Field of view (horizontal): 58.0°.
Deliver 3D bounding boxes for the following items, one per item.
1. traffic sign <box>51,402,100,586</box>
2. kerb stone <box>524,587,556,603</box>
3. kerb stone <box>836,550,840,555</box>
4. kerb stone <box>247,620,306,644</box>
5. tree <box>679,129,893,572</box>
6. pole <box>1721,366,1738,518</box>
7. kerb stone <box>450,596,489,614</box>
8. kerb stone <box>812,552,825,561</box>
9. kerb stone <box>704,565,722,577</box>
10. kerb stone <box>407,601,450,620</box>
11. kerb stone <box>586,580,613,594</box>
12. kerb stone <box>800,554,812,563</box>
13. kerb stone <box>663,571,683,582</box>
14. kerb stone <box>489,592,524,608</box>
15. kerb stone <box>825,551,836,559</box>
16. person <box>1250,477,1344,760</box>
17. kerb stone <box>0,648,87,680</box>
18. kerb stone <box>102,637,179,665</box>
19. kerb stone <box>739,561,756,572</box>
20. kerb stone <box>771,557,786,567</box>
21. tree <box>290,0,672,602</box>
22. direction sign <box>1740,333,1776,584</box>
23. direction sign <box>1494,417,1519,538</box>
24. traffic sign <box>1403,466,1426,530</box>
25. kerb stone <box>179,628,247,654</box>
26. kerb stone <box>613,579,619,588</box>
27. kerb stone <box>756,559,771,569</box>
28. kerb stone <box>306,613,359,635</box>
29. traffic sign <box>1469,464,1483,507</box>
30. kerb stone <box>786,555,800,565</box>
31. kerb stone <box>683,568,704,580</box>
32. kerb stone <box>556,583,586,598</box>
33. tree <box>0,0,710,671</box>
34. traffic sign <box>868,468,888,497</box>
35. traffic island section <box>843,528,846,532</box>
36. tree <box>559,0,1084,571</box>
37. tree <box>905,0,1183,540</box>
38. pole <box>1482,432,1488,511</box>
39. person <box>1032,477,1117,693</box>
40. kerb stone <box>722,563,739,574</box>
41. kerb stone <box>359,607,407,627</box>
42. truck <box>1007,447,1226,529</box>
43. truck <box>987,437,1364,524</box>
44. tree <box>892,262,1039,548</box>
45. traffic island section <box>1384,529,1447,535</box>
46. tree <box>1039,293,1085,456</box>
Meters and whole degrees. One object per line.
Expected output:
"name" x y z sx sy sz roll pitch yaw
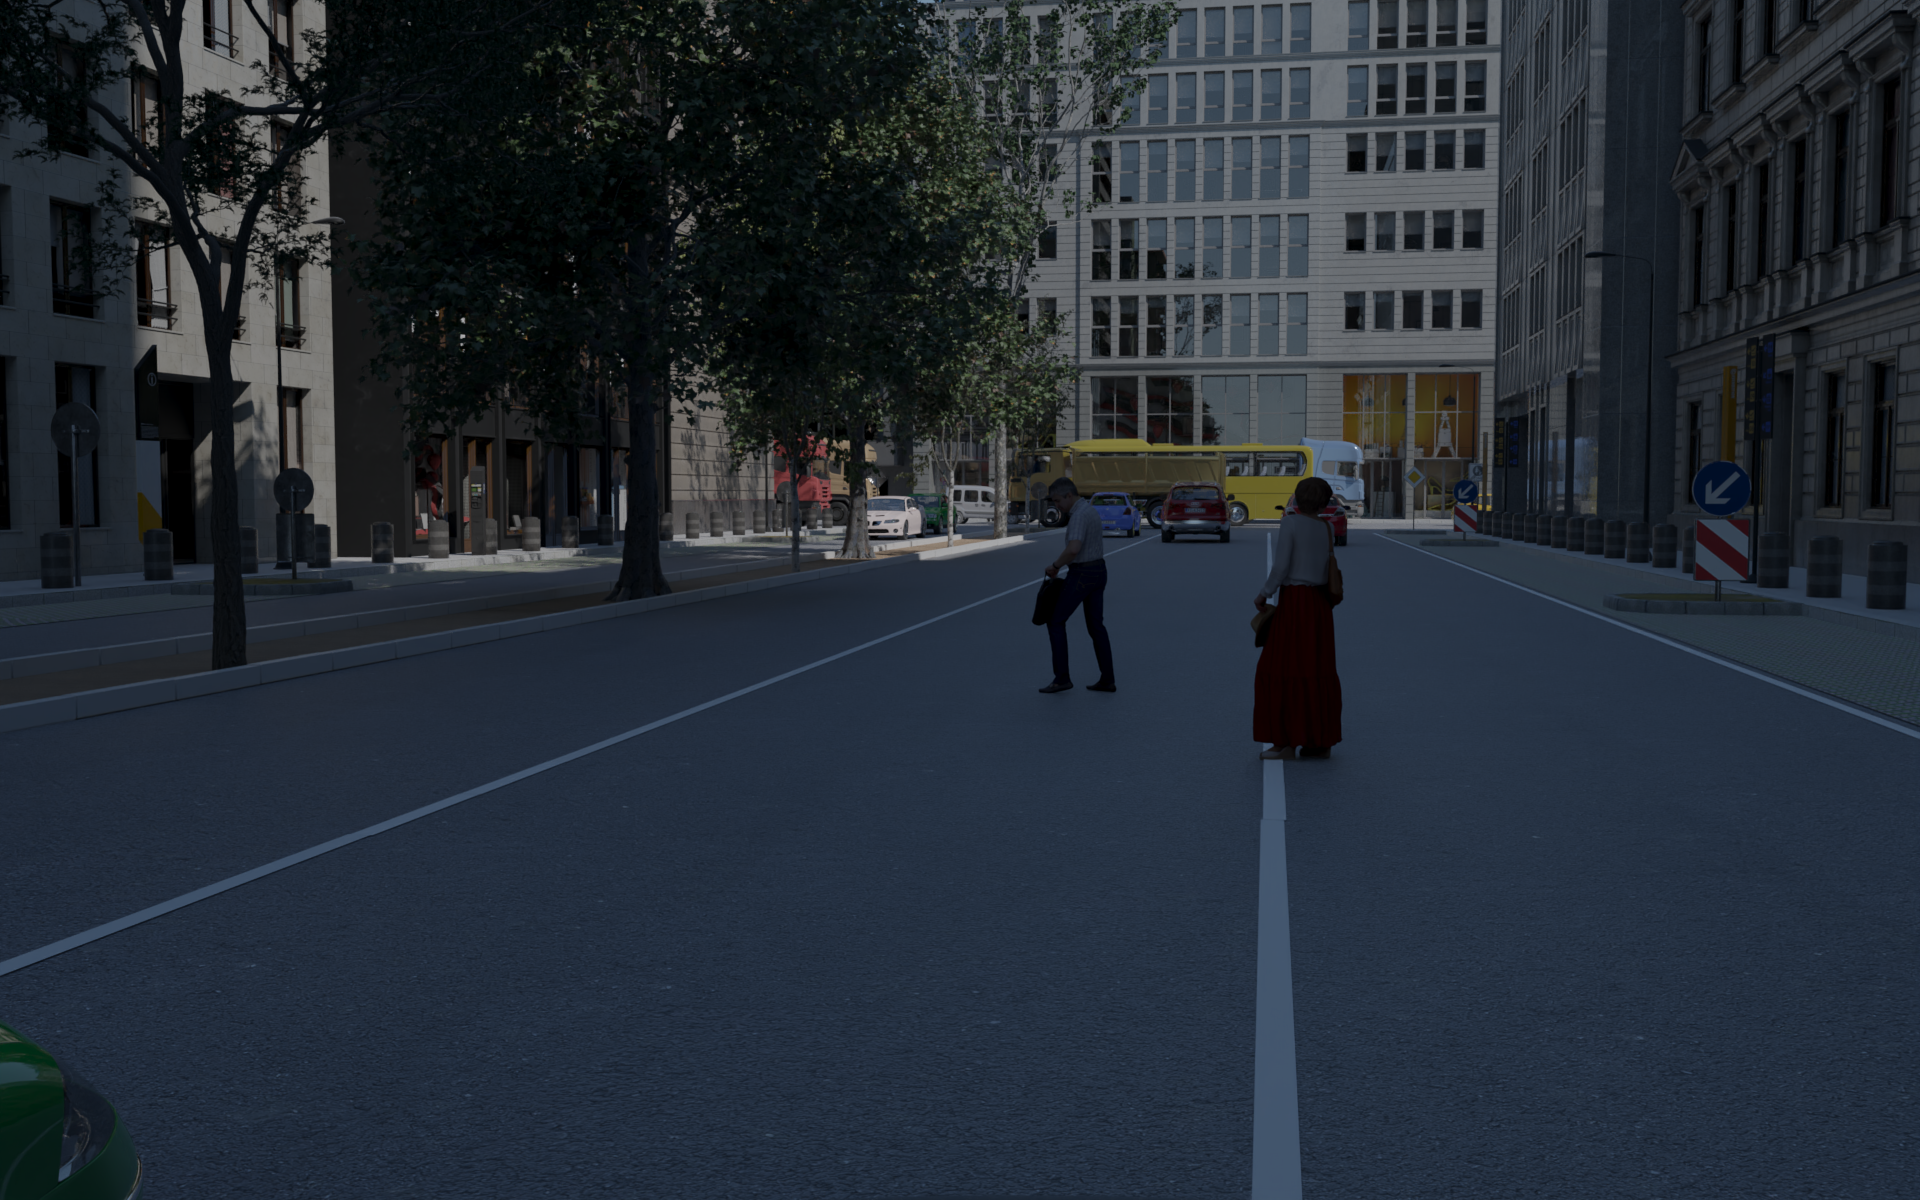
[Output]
"traffic sign" -12.267 -1.462 24.016 0.768 2.556 0.104 1 4 10
"kerb stone" -5.660 -0.046 23.027 0.120 0.150 1.000 1 4 10
"kerb stone" -2.774 -1.033 39.200 0.120 0.150 1.000 1 4 10
"kerb stone" -6.745 0.325 16.934 0.120 0.150 1.000 1 4 10
"tree" -3.011 -4.796 31.227 4.737 8.622 4.395 0 3 0
"pole" 12.264 -2.069 27.666 0.158 3.312 0.155 0 3 0
"kerb stone" -6.021 0.073 21.001 0.120 0.150 1.000 1 4 10
"kerb stone" -3.142 -0.917 37.183 0.120 0.150 1.000 1 4 10
"kerb stone" -4.393 -0.484 30.116 0.120 0.150 1.000 1 4 10
"kerb stone" -6.198 0.135 19.981 0.120 0.150 1.000 1 4 10
"kerb stone" -5.308 -0.175 25.060 0.120 0.150 1.000 1 4 10
"kerb stone" -3.324 -0.854 36.175 0.120 0.150 1.000 1 4 10
"kerb stone" -4.760 -0.358 28.090 0.120 0.150 1.000 1 4 10
"kerb stone" -5.838 0.012 22.015 0.120 0.150 1.000 1 4 10
"kerb stone" -2.962 -0.975 38.193 0.120 0.150 1.000 1 4 10
"person" 1.843 0.097 9.378 0.523 1.526 0.387 -2 4 -26
"kerb stone" -7.292 0.508 13.892 0.120 0.150 1.000 1 4 10
"kerb stone" -7.111 0.451 14.908 0.120 0.150 1.000 1 4 10
"kerb stone" -4.034 -0.604 32.134 0.120 0.150 1.000 1 4 10
"kerb stone" -3.684 -0.731 34.154 0.120 0.150 1.000 1 4 10
"tree" -4.250 -6.335 23.041 9.611 12.733 9.660 0 3 0
"direction sign" 11.450 -2.010 24.863 0.379 3.537 0.876 0 4 1
"direction sign" 16.123 -3.618 51.145 0.379 3.537 0.876 -2 4 -32
"traffic sign" 16.307 -3.583 62.221 0.795 2.450 0.064 1 4 10
"kerb stone" -6.926 0.386 15.920 0.120 0.150 1.000 1 4 10
"kerb stone" -5.118 -0.233 26.071 0.120 0.150 1.000 1 4 10
"kerb stone" -3.863 -0.665 33.145 0.120 0.150 1.000 1 4 10
"kerb stone" -6.567 0.262 17.951 0.120 0.150 1.000 1 4 10
"traffic sign" 17.279 -3.405 57.798 0.606 2.300 0.079 1 4 18
"kerb stone" -3.495 -0.789 35.163 0.120 0.150 1.000 1 4 10
"kerb stone" -4.572 -0.423 29.106 0.120 0.150 1.000 1 4 10
"kerb stone" -5.481 -0.113 24.042 0.120 0.150 1.000 1 4 10
"tree" -5.820 -4.719 14.020 8.767 10.594 7.601 1 4 10
"traffic sign" -3.129 -3.795 65.689 0.795 2.450 0.064 1 4 10
"traffic island section" -3.153 -2.659 65.755 2.009 0.180 2.903 1 4 10
"tree" -2.268 -7.271 38.346 9.611 12.733 9.660 0 3 0
"tree" 0.209 -11.986 54.319 12.611 20.169 13.585 0 3 0
"pole" 17.248 -3.859 56.932 0.158 3.312 0.155 0 3 0
"person" 0.825 -0.107 12.467 0.590 1.554 0.614 1 4 13
"kerb stone" -4.224 -0.546 31.127 0.120 0.150 1.000 1 4 10
"kerb stone" -6.386 0.197 18.969 0.120 0.150 1.000 1 4 10
"truck" 6.089 -4.667 72.233 9.791 3.379 3.469 1 4 11
"truck" 10.722 -5.778 84.223 18.799 4.110 2.967 1 4 11
"tree" -0.230 -5.702 46.045 4.360 8.622 3.978 0 3 0
"traffic island section" 16.332 -2.447 62.294 2.009 0.180 2.903 1 4 10
"tree" 2.475 -6.737 62.973 4.360 8.622 3.978 0 3 0
